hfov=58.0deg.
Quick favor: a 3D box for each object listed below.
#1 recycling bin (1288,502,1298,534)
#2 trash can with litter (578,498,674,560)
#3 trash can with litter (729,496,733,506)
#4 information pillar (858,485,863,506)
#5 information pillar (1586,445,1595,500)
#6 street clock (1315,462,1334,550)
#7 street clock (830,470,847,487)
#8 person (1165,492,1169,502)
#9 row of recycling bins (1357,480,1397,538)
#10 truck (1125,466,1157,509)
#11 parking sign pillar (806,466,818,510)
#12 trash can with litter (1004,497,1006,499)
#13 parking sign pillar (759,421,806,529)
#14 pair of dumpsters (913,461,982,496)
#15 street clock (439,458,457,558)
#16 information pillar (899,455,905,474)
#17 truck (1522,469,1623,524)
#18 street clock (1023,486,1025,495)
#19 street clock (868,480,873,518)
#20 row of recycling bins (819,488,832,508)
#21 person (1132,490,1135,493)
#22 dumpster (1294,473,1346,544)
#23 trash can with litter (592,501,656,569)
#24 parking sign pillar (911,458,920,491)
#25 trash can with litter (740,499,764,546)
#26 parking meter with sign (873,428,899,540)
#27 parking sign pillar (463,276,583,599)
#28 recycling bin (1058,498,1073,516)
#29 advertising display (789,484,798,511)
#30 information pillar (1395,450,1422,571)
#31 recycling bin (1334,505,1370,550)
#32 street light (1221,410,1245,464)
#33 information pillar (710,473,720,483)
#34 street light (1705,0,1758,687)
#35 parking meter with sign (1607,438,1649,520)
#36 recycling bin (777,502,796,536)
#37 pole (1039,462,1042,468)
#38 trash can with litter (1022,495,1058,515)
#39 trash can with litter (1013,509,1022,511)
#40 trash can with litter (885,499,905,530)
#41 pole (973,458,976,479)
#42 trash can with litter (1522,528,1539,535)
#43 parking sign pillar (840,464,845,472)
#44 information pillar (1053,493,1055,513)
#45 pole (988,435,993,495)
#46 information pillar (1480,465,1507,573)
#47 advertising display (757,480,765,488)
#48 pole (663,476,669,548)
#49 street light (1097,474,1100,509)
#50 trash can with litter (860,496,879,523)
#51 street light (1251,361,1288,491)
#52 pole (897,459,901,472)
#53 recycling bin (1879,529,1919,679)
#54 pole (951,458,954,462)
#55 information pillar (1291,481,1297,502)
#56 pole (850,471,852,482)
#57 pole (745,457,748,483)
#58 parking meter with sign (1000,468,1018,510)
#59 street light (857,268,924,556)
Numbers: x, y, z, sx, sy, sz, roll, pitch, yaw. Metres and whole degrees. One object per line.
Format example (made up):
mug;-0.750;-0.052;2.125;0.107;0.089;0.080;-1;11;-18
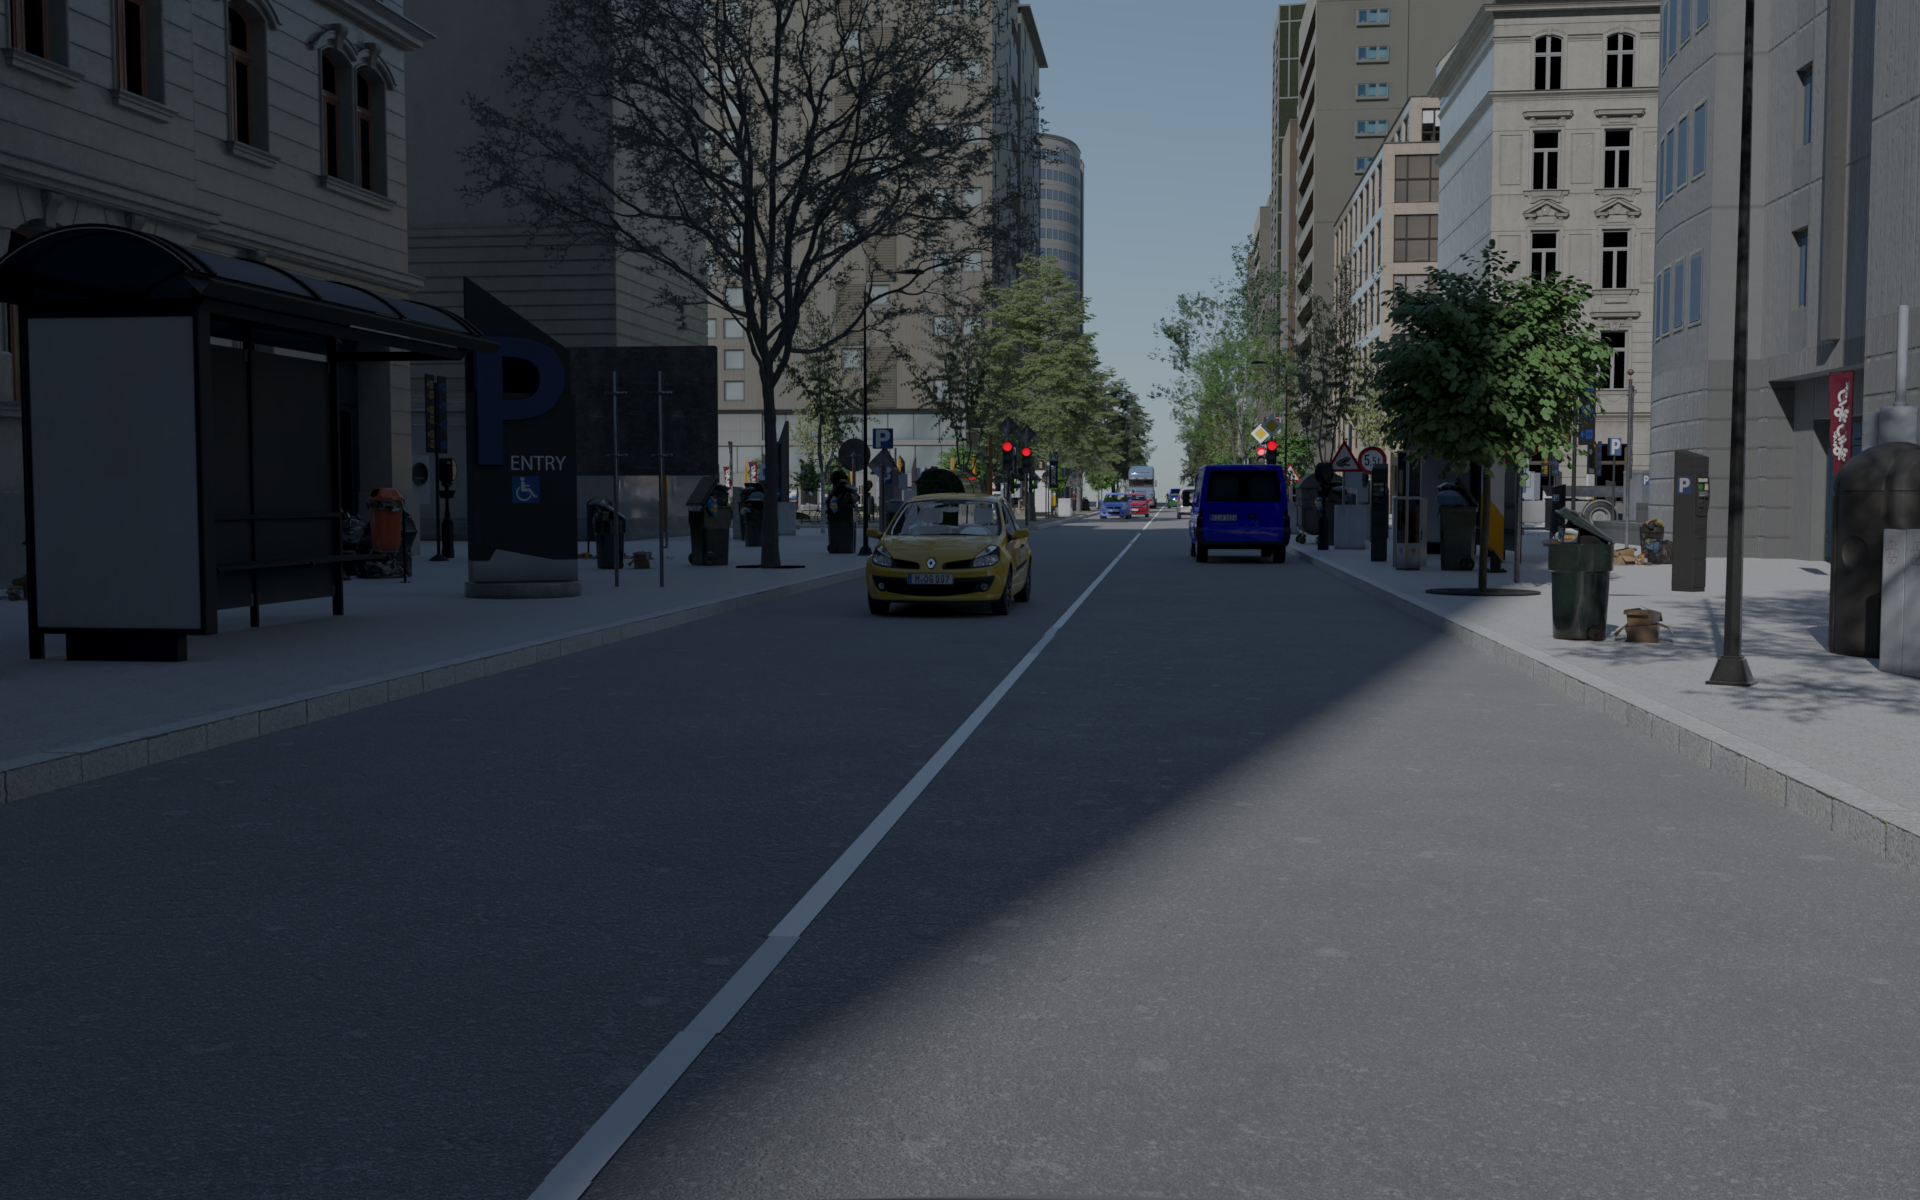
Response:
recycling bin;10.420;-2.621;55.399;0.722;1.027;0.722;0;4;2
trash can with litter;-6.788;-1.413;34.168;2.233;1.210;1.678;1;4;13
trash can with litter;-16.318;-7.122;127.496;2.233;1.210;1.678;-2;4;-30
information pillar;-8.033;-8.283;139.914;0.304;2.012;0.304;2;4;29
information pillar;26.544;-4.990;72.939;0.504;3.616;0.183;-3;4;-38
street clock;8.303;-2.139;39.542;0.358;2.002;0.471;3;5;42
street clock;-3.690;-2.942;52.673;0.471;2.002;0.358;-2;4;-26
person;35.272;-17.424;293.940;0.990;1.755;0.434;1;4;12
row of recycling bins;12.128;-2.724;51.643;1.069;1.692;3.534;0;4;4
truck;18.334;-11.224;173.271;2.967;4.110;18.799;0;4;7
parking sign pillar;-11.581;-8.839;132.983;1.447;3.967;1.447;-3;4;-37
trash can with litter;1.500;-3.699;71.869;1.055;1.170;0.624;1;4;11
parking sign pillar;-6.567;-4.570;63.189;1.447;3.967;1.447;0;4;7
pair of dumpsters;-0.368;-2.890;49.742;1.574;2.255;4.437;0;4;7
street clock;-10.255;-1.839;34.634;0.358;2.002;0.471;1;4;11
information pillar;-3.498;-6.916;104.437;0.183;3.616;0.504;3;5;39
truck;26.499;-4.513;63.551;18.799;4.110;2.967;1;4;9
street clock;5.507;-8.571;144.701;0.358;2.002;0.471;-3;5;-39
street clock;-4.778;-5.226;90.010;0.471;2.002;0.358;-3;4;-36
row of recycling bins;-10.001;-7.420;128.433;1.069;1.692;3.534;-1;4;-8
person;13.099;-7.498;131.487;0.834;1.777;0.661;1;4;10
dumpster;9.349;-2.392;44.865;1.264;1.857;1.865;0;4;7
trash can with litter;-5.784;-1.128;29.824;1.055;1.170;0.624;-1;4;-14
parking sign pillar;-3.300;-8.589;128.898;1.447;3.967;1.447;-1;4;-12
trash can with litter;-5.119;-1.903;42.504;0.624;1.170;1.055;-1;4;-11
parking meter with sign;-1.889;-3.085;46.708;0.543;3.016;1.738;1;4;10
parking sign pillar;-5.500;-2.034;21.720;1.447;3.967;1.447;-2;4;-25
recycling bin;6.055;-5.317;99.491;0.722;1.027;0.722;1;4;13
advertising display;-10.566;-6.262;107.596;0.974;1.923;0.123;1;4;14
information pillar;7.548;-1.507;29.134;0.304;2.012;0.304;-1;4;-22
recycling bin;9.138;-1.701;40.359;0.722;1.027;0.722;1;4;21
street light;15.133;-7.534;95.721;1.470;5.913;1.316;0;4;7
information pillar;-8.623;-3.447;60.843;0.304;2.012;0.304;1;4;13
street light;4.675;-2.388;11.591;1.470;5.913;1.316;0;4;7
parking meter with sign;20.722;-3.474;53.057;0.543;3.016;1.738;-2;4;-32
recycling bin;-5.594;-2.531;53.930;0.722;1.027;0.722;-3;5;-44
pole;4.963;-6.894;106.566;0.158;3.312;0.155;0;3;0
trash can with litter;5.300;-5.911;107.700;2.233;1.210;1.678;1;4;14
trash can with litter;4.647;-7.232;129.301;2.233;1.210;1.678;2;4;30
trash can with litter;-1.465;-1.836;41.399;0.624;1.170;1.055;0;4;-8
pole;0.808;-6.333;97.385;0.158;3.312;0.155;0;3;0
trash can with litter;17.090;-2.677;54.831;1.678;1.210;2.233;-2;4;-27
parking sign pillar;-9.084;-8.852;133.196;1.447;3.967;1.447;0;4;-4
information pillar;6.243;-7.696;117.185;0.504;3.616;0.183;0;4;-4
pole;1.052;-4.062;60.254;0.158;3.312;0.155;0;3;0
information pillar;8.667;-2.248;28.103;0.504;3.616;0.183;-2;4;-34
advertising display;-9.009;-4.612;80.625;0.974;1.923;0.123;-3;4;-38
pole;-7.014;-2.886;41.025;0.158;3.312;0.155;0;3;0
street light;12.287;-10.633;146.394;1.470;5.913;1.316;0;4;7
trash can with litter;-4.094;-4.505;84.717;1.678;1.210;2.233;2;4;28
street light;10.815;-5.373;60.382;1.470;5.913;1.316;0;4;7
pole;-3.502;-6.466;99.554;0.158;3.312;0.155;0;3;0
recycling bin;7.008;0.022;12.188;0.722;1.027;0.722;0;4;2
pole;-0.416;-6.307;96.958;0.158;3.312;0.155;0;3;0
information pillar;15.632;-4.673;80.901;0.304;2.012;0.304;0;4;8
pole;-8.217;-8.409;131.333;0.158;3.312;0.155;0;3;0
pole;-11.887;-6.266;96.287;0.158;3.312;0.155;0;3;0
parking meter with sign;2.988;-7.149;113.145;0.543;3.016;1.738;3;5;43
street light;-1.430;-3.873;35.863;1.470;5.913;1.316;0;4;7
